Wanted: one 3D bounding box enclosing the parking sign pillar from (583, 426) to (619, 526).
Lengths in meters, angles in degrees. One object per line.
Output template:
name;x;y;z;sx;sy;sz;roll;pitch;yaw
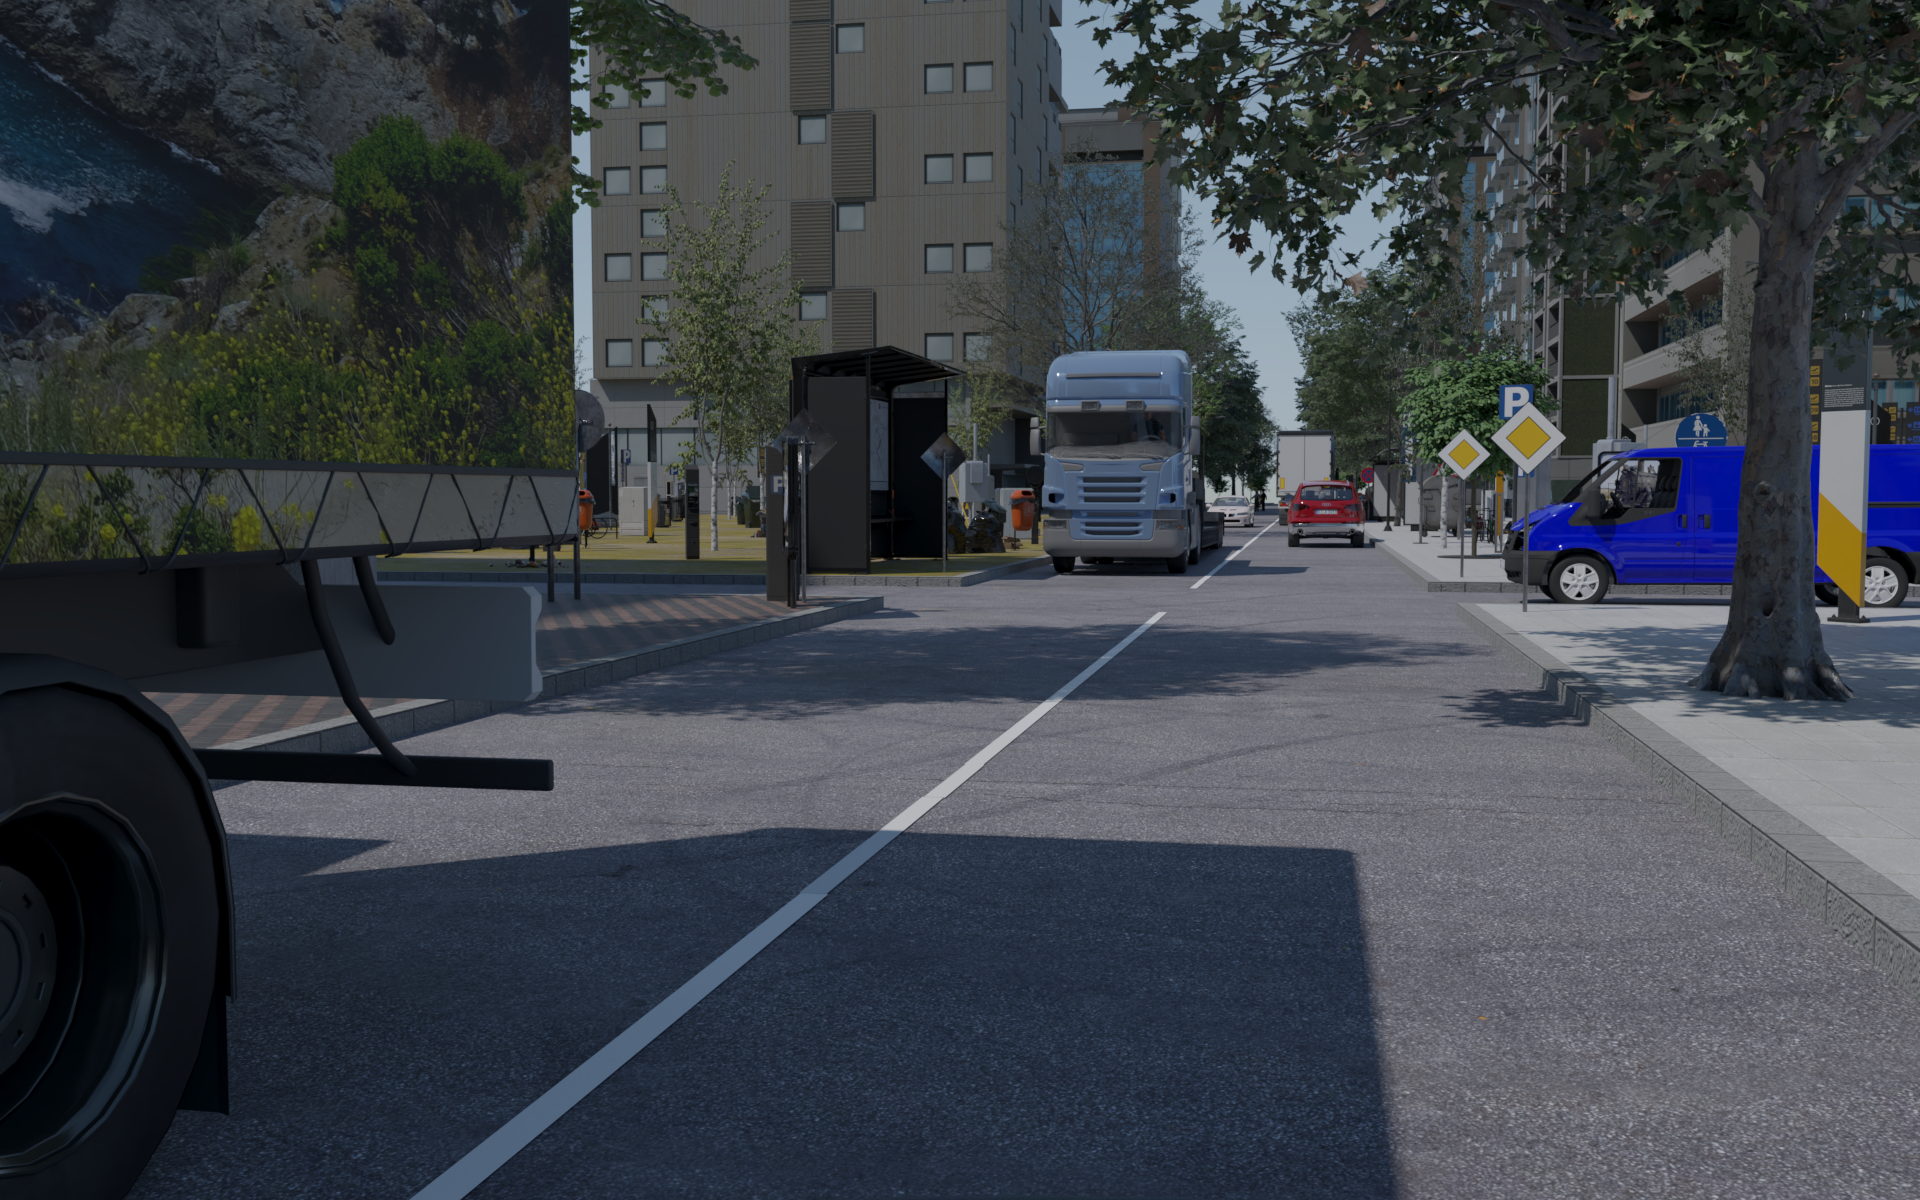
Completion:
parking sign pillar;-14.233;-4.900;68.593;1.447;3.967;1.447;-2;4;-31

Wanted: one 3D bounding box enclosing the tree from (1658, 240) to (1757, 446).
tree;20.984;-5.869;46.317;4.360;8.622;3.978;0;3;0

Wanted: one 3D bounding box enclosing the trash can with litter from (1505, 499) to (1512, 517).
trash can with litter;30.402;-5.232;96.937;0.624;1.170;1.055;-1;4;-14

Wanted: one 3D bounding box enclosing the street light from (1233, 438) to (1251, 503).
street light;23.291;-10.484;143.959;1.470;5.913;1.316;1;4;11

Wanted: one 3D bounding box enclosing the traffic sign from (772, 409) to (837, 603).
traffic sign;-1.839;-1.025;20.402;0.795;2.450;0.064;1;4;11

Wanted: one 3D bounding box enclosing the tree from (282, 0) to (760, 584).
tree;-4.985;-5.739;11.958;7.486;12.596;7.792;0;3;0

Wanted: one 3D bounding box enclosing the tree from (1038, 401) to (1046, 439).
tree;6.495;-8.964;96.921;4.737;8.622;4.395;0;3;0

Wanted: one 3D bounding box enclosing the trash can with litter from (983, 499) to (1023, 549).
trash can with litter;1.015;-1.792;40.685;1.055;1.170;0.624;3;4;37

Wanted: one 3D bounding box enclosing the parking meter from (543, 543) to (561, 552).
parking meter;-9.103;-2.014;38.636;0.399;1.863;0.255;0;4;3

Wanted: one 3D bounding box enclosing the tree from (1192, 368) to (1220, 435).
tree;11.851;-8.781;93.925;4.737;8.622;4.395;0;3;0

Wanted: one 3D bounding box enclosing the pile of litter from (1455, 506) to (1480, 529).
pile of litter;18.758;-3.067;64.118;1.719;0.858;1.176;0;4;-1

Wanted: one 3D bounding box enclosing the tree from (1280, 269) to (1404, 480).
tree;33.420;-17.622;144.010;12.611;20.169;13.585;0;3;0

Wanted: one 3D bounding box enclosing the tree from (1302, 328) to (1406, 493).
tree;26.908;-12.198;117.563;7.486;12.596;7.792;0;3;0

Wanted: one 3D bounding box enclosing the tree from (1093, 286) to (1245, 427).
tree;9.773;-9.682;84.056;9.928;11.665;9.643;0;3;0

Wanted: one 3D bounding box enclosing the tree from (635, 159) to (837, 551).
tree;-5.460;-5.431;39.156;4.737;8.622;4.395;0;3;0

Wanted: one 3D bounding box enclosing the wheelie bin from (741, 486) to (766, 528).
wheelie bin;-7.820;-3.522;65.486;0.980;1.594;0.693;-2;4;-33

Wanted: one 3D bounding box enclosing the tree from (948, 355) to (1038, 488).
tree;0.762;-8.578;90.617;4.737;8.622;4.395;0;3;0

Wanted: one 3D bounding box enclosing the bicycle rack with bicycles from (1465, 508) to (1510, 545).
bicycle rack with bicycles;14.254;-1.919;44.755;2.852;0.926;2.925;2;4;31

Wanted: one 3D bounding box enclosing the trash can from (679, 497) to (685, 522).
trash can;-13.135;-4.200;80.322;0.748;1.137;0.748;0;3;0

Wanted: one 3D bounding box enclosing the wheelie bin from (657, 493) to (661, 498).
wheelie bin;-12.982;-3.940;72.323;0.980;1.594;0.693;-1;4;-11

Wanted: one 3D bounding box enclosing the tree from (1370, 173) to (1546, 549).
tree;11.537;-5.532;40.807;4.360;8.622;3.978;0;3;0

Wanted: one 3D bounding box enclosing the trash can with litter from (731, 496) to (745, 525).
trash can with litter;-8.838;-3.701;71.895;1.055;1.170;0.624;3;5;43

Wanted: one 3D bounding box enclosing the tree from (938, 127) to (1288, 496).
tree;4.460;-9.094;59.063;12.009;13.543;11.850;0;3;0

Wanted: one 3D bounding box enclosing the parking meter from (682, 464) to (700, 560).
parking meter;-5.256;-1.730;33.990;0.255;1.863;0.399;-1;4;-14

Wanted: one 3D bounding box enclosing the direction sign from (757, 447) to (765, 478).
direction sign;-9.233;-5.550;82.744;0.876;3.537;0.379;0;4;-2

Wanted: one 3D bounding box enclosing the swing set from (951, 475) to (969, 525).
swing set;-1.696;-4.548;71.973;2.862;2.851;3.119;3;5;41

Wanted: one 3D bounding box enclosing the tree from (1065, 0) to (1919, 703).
tree;5.254;-5.733;10.741;9.611;12.733;9.660;0;3;0

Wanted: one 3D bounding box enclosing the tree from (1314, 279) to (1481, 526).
tree;17.706;-8.197;68.433;7.601;10.594;8.767;0;4;1

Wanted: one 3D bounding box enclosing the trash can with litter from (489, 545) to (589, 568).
trash can with litter;-7.556;-1.216;30.933;1.678;1.210;2.233;-1;4;-17

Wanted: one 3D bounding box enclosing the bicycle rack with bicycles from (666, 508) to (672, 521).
bicycle rack with bicycles;-14.751;-4.259;83.010;2.852;0.926;2.925;0;4;-1

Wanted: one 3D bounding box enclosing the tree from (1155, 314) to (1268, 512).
tree;16.730;-13.002;119.241;9.857;13.997;8.962;0;3;0

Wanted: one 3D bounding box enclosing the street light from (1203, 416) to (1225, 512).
street light;15.137;-8.013;103.557;1.470;5.913;1.316;1;4;11

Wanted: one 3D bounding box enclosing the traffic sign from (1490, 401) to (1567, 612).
traffic sign;6.140;-0.925;18.773;0.795;2.450;0.064;1;4;11

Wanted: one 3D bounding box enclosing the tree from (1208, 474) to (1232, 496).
tree;19.092;-8.117;127.315;1.663;3.219;1.824;0;3;0

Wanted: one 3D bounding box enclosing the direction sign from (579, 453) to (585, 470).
direction sign;-19.372;-5.991;89.943;0.876;3.537;0.379;2;4;28

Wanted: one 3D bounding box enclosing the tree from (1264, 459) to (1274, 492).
tree;44.897;-18.764;257.146;4.360;8.622;3.978;0;3;0

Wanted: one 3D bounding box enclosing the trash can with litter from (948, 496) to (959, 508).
trash can with litter;-0.343;-4.327;82.138;0.624;1.170;1.055;0;4;6

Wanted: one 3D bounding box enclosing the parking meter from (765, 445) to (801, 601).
parking meter;-2.113;-0.922;20.793;0.399;1.863;0.255;1;4;12

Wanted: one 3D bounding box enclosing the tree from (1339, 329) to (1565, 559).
tree;10.427;-3.122;34.763;4.285;4.588;4.351;0;3;0

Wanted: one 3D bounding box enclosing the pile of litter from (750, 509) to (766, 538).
pile of litter;-5.582;-2.276;51.176;1.176;0.858;1.719;-3;5;-40

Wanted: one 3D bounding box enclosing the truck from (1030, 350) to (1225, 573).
truck;4.267;-2.971;38.333;2.967;4.110;18.799;1;4;11

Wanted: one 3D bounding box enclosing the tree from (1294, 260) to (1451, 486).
tree;22.140;-11.341;92.082;9.857;13.997;8.962;0;3;0

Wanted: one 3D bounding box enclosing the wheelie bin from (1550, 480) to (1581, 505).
wheelie bin;13.289;-1.847;38.106;0.980;1.594;0.693;1;4;11

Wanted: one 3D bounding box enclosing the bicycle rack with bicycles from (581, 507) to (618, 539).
bicycle rack with bicycles;-11.308;-2.232;49.878;2.925;0.926;2.852;-3;4;-38

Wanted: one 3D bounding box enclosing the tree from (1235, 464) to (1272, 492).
tree;41.676;-17.853;242.264;4.737;8.622;4.395;0;3;0

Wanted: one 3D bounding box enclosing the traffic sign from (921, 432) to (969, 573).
traffic sign;-0.256;-1.504;28.229;0.795;2.450;0.064;1;4;11

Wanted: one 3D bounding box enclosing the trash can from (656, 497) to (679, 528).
trash can;-11.314;-3.323;65.980;0.748;1.137;0.748;0;3;0

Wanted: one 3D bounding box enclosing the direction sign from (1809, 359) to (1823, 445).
direction sign;14.467;-2.261;28.960;0.379;3.537;0.876;-3;5;-43

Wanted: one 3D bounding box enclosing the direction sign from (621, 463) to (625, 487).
direction sign;-21.084;-7.113;108.289;0.379;3.537;0.876;-2;4;-24

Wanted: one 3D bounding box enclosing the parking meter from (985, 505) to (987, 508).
parking meter;1.579;-5.299;95.044;0.372;1.533;0.369;0;3;0

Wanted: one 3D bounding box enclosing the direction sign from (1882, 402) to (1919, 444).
direction sign;23.172;-3.101;42.700;0.876;3.537;0.379;2;4;28

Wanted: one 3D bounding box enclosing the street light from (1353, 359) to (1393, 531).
street light;14.226;-5.327;59.644;1.470;5.913;1.316;1;4;11

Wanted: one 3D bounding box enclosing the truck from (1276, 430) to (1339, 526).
truck;16.368;-5.668;81.584;2.839;4.237;11.283;1;4;13

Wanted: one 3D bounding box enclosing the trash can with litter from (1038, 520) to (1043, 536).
trash can with litter;1.637;-2.594;53.477;2.233;1.210;1.678;2;4;25

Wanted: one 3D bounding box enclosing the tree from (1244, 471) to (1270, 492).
tree;37.395;-14.332;218.034;4.285;4.588;4.351;0;3;0

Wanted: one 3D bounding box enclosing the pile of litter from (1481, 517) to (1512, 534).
pile of litter;17.777;-2.542;55.535;1.176;0.858;1.719;-1;4;-13

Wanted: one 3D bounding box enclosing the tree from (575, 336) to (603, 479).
tree;-17.388;-7.660;75.605;4.360;8.622;3.978;0;3;0

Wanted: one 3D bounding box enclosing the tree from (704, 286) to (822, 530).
tree;-6.859;-6.822;61.910;4.360;8.622;3.978;0;3;0
